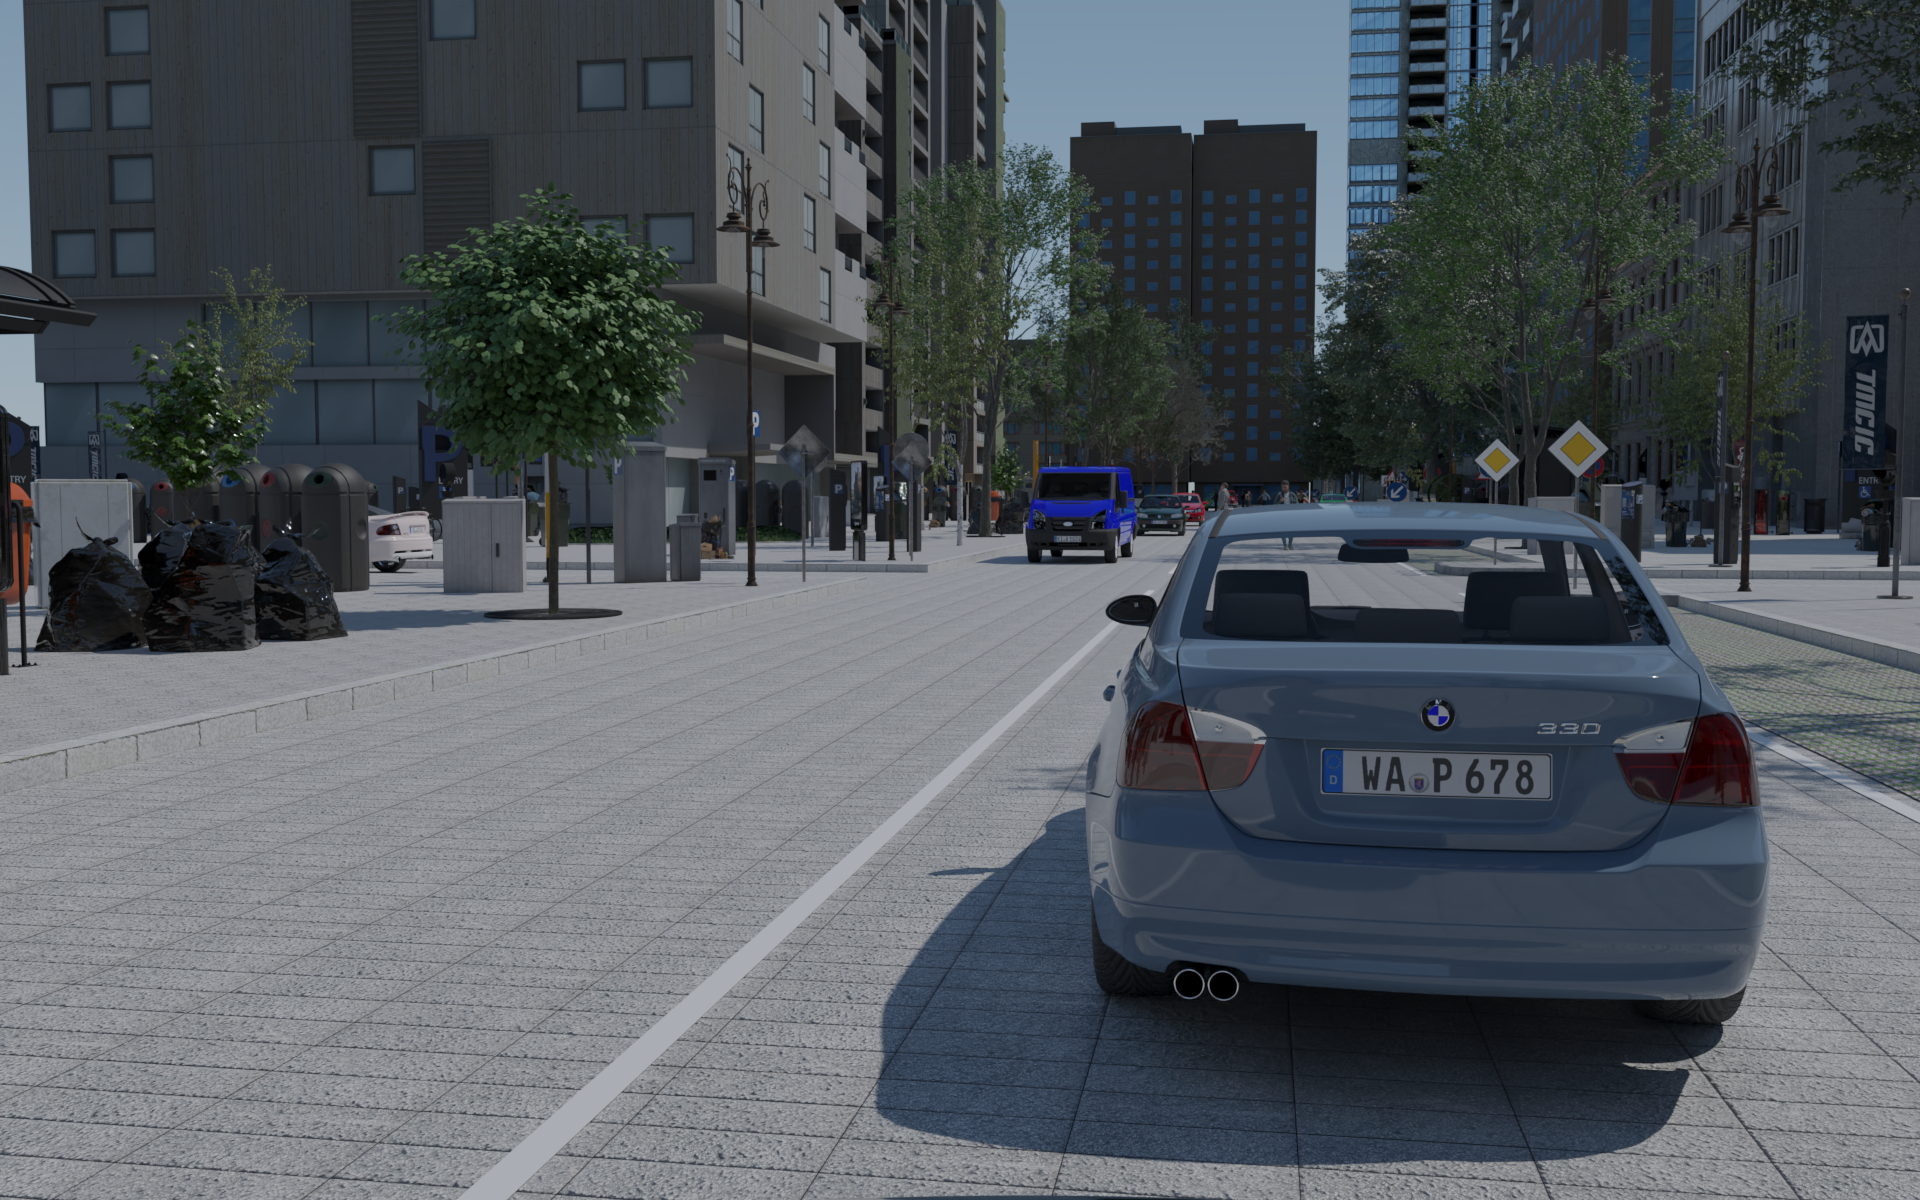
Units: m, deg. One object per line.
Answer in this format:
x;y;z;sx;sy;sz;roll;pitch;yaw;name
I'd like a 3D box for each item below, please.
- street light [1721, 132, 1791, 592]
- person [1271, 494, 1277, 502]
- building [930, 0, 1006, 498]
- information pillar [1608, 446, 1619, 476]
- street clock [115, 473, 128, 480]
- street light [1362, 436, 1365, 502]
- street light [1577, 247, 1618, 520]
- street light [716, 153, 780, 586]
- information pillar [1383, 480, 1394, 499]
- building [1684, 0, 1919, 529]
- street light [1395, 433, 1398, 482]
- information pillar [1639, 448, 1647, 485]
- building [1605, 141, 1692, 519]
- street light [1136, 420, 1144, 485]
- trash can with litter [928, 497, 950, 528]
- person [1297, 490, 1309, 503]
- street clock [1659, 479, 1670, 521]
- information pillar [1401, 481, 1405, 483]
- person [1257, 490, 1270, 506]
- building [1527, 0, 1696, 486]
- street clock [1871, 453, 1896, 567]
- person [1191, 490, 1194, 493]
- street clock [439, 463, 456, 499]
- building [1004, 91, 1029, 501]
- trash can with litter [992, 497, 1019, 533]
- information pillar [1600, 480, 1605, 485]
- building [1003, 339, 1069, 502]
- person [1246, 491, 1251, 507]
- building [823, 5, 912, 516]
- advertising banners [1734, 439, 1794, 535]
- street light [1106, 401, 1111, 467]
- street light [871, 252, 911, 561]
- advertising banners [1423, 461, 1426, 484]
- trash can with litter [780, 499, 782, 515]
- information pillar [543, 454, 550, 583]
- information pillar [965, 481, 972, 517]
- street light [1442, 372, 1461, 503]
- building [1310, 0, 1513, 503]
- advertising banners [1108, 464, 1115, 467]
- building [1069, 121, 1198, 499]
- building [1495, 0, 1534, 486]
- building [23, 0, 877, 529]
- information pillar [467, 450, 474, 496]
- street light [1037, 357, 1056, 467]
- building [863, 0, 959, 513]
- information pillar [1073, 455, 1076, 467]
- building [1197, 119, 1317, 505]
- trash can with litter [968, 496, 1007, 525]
10.325;-3.048;22.616;0.468;5.910;1.993;1;4;10;street light
27.593;-8.515;150.983;1.065;1.426;0.557;0;4;-3;person
-4.315;-27.822;138.476;14.154;41.232;14.086;1;4;10;building
31.698;-5.672;84.091;0.504;3.616;0.183;3;4;37;information pillar
-28.729;-3.354;59.415;0.471;2.002;0.358;3;5;39;street clock
24.269;-8.035;104.158;0.468;5.910;1.993;1;4;10;street light
11.972;-3.662;32.665;0.468;5.910;1.993;1;4;10;street light
-2.905;-3.130;23.964;0.468;5.910;1.993;1;4;10;street light
22.408;-5.245;90.241;0.304;2.012;0.304;-1;4;-22;information pillar
38.640;-15.469;70.936;12.078;24.808;19.932;1;4;10;building
20.214;-6.572;80.240;0.468;5.910;1.993;1;4;10;street light
34.969;-5.953;88.682;0.183;3.616;0.504;-1;4;-18;information pillar
41.737;-15.604;91.276;11.583;22.565;21.152;1;4;10;building
10.982;-8.098;105.184;0.468;5.910;1.993;1;4;10;street light
-0.816;-3.361;66.341;0.624;1.170;1.055;1;4;17;trash can with litter
30.580;-8.961;155.023;1.348;1.823;0.705;2;4;29;person
33.511;-4.764;82.454;0.471;2.002;0.358;1;4;15;street clock
24.539;-5.626;96.471;0.304;2.012;0.304;3;5;44;information pillar
27.644;-9.105;157.359;1.348;1.826;0.705;3;5;42;person
49.354;-29.037;124.870;14.600;45.320;14.200;1;4;10;building
16.262;-1.582;30.437;0.471;2.002;0.358;2;4;34;street clock
18.201;-7.677;134.708;0.721;1.739;1.217;1;4;18;person
-11.958;-2.194;40.448;0.358;2.002;0.471;-3;4;-36;street clock
-9.099;-31.017;161.748;28.867;44.769;22.147;1;4;10;building
1.500;-2.833;57.711;1.055;1.170;0.624;-2;4;-26;trash can with litter
33.092;-5.175;89.098;0.304;2.012;0.304;0;4;-1;information pillar
0.865;-23.090;222.566;28.899;21.520;27.650;1;4;10;building
25.433;-8.785;152.861;0.721;1.735;1.217;2;4;28;person
-11.098;-20.307;103.726;14.160;30.474;14.107;1;4;10;building
25.192;-3.557;54.344;0.090;3.025;2.074;-2;4;-31;advertising banners
6.903;-6.631;81.201;0.468;5.910;1.993;1;4;10;street light
-1.319;-3.702;33.308;0.468;5.910;1.993;1;4;10;street light
23.080;-5.329;83.318;2.074;3.025;0.090;-1;4;-17;advertising banners
-6.229;-2.746;56.283;0.624;1.170;1.055;3;5;41;trash can with litter
-5.954;-2.058;25.003;0.183;3.616;0.504;-1;4;-15;information pillar
0.482;-5.702;97.719;0.304;2.012;0.304;-3;5;-42;information pillar
15.994;-5.116;56.435;0.468;5.910;1.993;1;4;10;street light
58.268;-54.721;207.362;31.000;86.520;22.319;1;4;10;building
8.397;-6.519;102.773;0.090;3.025;2.074;-3;5;-42;advertising banners
21.122;-34.303;210.956;14.200;45.320;14.600;1;4;10;building
57.973;-32.192;145.953;23.786;49.044;30.456;1;4;10;building
-19.526;-29.682;74.537;28.713;52.752;27.495;1;4;10;building
-16.764;-4.128;58.847;0.504;3.616;0.183;0;4;4;information pillar
2.840;-5.154;57.054;0.468;5.910;1.993;1;4;10;street light
-10.792;-41.716;120.307;20.563;71.187;20.611;1;4;10;building
6.856;-6.864;103.585;0.183;3.616;0.504;1;4;19;information pillar
35.525;-34.226;209.699;14.200;45.320;14.600;1;4;10;building
1.410;-3.662;70.934;2.233;1.210;1.678;2;4;30;trash can with litter
